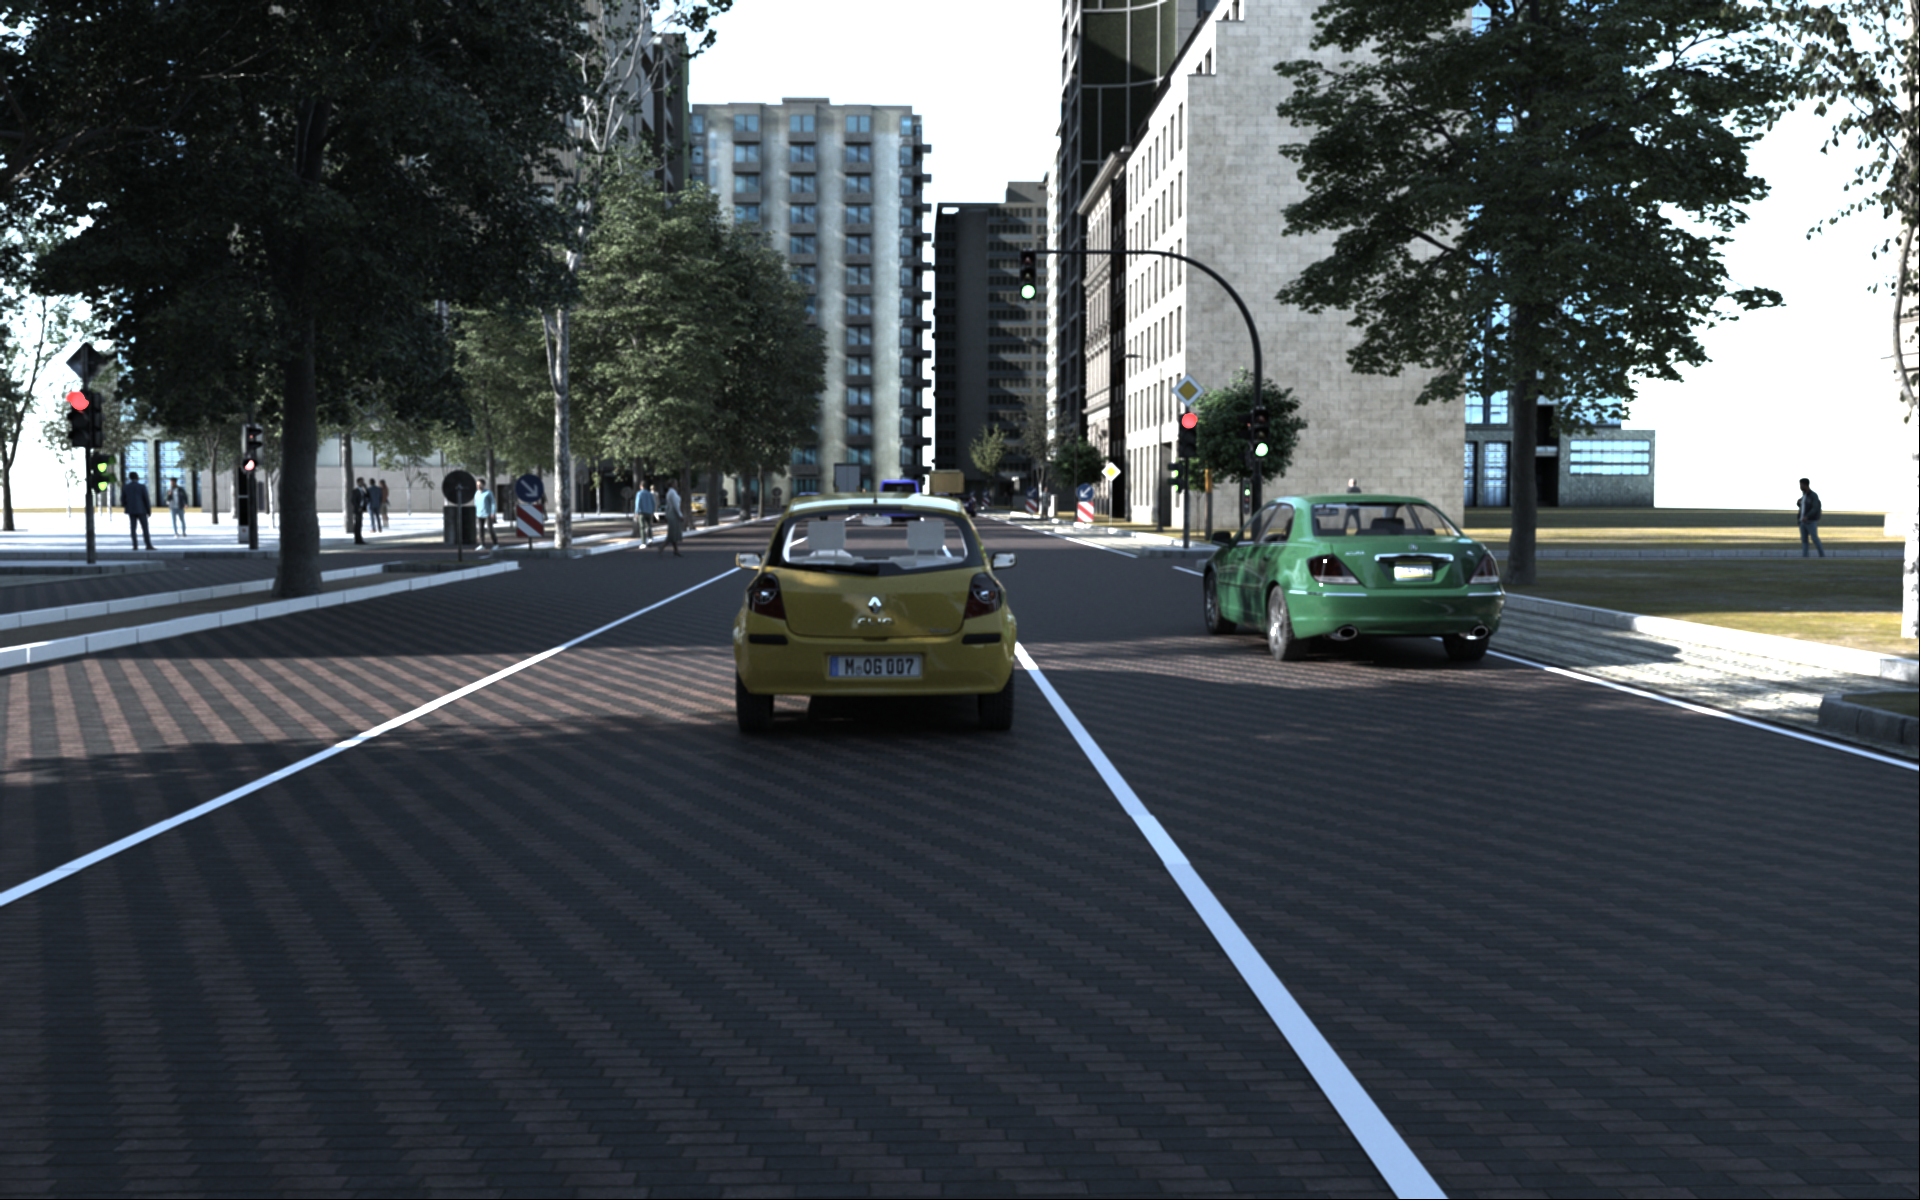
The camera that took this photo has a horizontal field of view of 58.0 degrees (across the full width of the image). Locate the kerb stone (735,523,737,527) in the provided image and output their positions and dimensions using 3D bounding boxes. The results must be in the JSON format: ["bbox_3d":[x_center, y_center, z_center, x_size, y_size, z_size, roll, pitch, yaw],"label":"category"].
[{"bbox_3d":[-9.859,-3.232,75.036,0.120,0.150,1.000,0,4,-2],"label":"kerb stone"}]

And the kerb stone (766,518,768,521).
[{"bbox_3d":[-10.388,-4.232,91.416,0.120,0.150,1.000,0,4,-2],"label":"kerb stone"}]

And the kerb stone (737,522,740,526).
[{"bbox_3d":[-9.889,-3.294,76.058,0.120,0.150,1.000,0,4,-2],"label":"kerb stone"}]

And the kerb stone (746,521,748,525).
[{"bbox_3d":[-10.020,-3.544,80.151,0.120,0.150,1.000,0,4,-2],"label":"kerb stone"}]

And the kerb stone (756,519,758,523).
[{"bbox_3d":[-10.177,-3.852,85.263,0.120,0.150,1.000,0,4,-2],"label":"kerb stone"}]

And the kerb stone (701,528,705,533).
[{"bbox_3d":[-9.458,-2.473,62.751,0.120,0.150,1.000,0,4,-2],"label":"kerb stone"}]

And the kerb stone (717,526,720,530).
[{"bbox_3d":[-9.622,-2.791,67.861,0.120,0.150,1.000,0,4,-2],"label":"kerb stone"}]

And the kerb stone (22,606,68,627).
[{"bbox_3d":[-10.135,0.193,19.042,0.120,0.150,1.000,0,4,-2],"label":"kerb stone"}]

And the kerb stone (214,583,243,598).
[{"bbox_3d":[-10.298,-0.121,24.175,0.120,0.150,1.000,0,4,-2],"label":"kerb stone"}]

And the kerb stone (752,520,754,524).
[{"bbox_3d":[-10.120,-3.728,83.219,0.120,0.150,1.000,0,4,-2],"label":"kerb stone"}]

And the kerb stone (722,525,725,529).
[{"bbox_3d":[-9.694,-2.918,69.908,0.120,0.150,1.000,0,4,-2],"label":"kerb stone"}]

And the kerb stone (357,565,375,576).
[{"bbox_3d":[-10.497,-0.496,30.333,0.120,0.150,1.000,0,4,-2],"label":"kerb stone"}]

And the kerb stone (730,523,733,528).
[{"bbox_3d":[-9.784,-3.106,72.974,0.120,0.150,1.000,0,4,-2],"label":"kerb stone"}]

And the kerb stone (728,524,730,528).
[{"bbox_3d":[-9.752,-3.041,71.952,0.120,0.150,1.000,0,4,-2],"label":"kerb stone"}]

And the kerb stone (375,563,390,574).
[{"bbox_3d":[-10.534,-0.559,31.359,0.120,0.150,1.000,0,4,-2],"label":"kerb stone"}]

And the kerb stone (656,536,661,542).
[{"bbox_3d":[-9.090,-1.790,51.461,0.120,0.150,1.000,0,4,-2],"label":"kerb stone"}]

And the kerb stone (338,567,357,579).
[{"bbox_3d":[-10.468,-0.434,29.308,0.120,0.150,1.000,0,4,-2],"label":"kerb stone"}]

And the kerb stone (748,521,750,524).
[{"bbox_3d":[-10.049,-3.599,81.174,0.120,0.150,1.000,0,4,-2],"label":"kerb stone"}]

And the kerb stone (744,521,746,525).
[{"bbox_3d":[-9.988,-3.480,79.130,0.120,0.150,1.000,0,4,-2],"label":"kerb stone"}]

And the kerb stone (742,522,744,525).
[{"bbox_3d":[-9.956,-3.420,78.108,0.120,0.150,1.000,0,4,-2],"label":"kerb stone"}]

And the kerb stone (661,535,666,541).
[{"bbox_3d":[-9.114,-1.852,52.484,0.120,0.150,1.000,0,4,-2],"label":"kerb stone"}]

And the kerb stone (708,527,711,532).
[{"bbox_3d":[-9.524,-2.605,64.795,0.120,0.150,1.000,0,4,-2],"label":"kerb stone"}]

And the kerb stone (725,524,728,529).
[{"bbox_3d":[-9.719,-2.978,70.931,0.120,0.150,1.000,0,4,-2],"label":"kerb stone"}]

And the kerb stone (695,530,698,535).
[{"bbox_3d":[-9.379,-2.354,60.683,0.120,0.150,1.000,0,4,-2],"label":"kerb stone"}]

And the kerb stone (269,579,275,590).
[{"bbox_3d":[-10.363,-0.244,26.225,0.120,0.150,1.000,0,4,-2],"label":"kerb stone"}]

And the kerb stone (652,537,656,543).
[{"bbox_3d":[-9.055,-1.727,50.431,0.120,0.150,1.000,0,4,-2],"label":"kerb stone"}]

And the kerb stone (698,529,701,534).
[{"bbox_3d":[-9.423,-2.418,61.725,0.120,0.150,1.000,0,4,-2],"label":"kerb stone"}]

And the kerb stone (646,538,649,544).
[{"bbox_3d":[-9.016,-1.660,49.402,0.120,0.150,1.000,0,4,-2],"label":"kerb stone"}]

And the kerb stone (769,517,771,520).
[{"bbox_3d":[-10.448,-4.359,93.464,0.120,0.150,1.000,0,4,-2],"label":"kerb stone"}]

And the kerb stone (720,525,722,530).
[{"bbox_3d":[-9.660,-2.855,68.882,0.120,0.150,1.000,0,4,-2],"label":"kerb stone"}]

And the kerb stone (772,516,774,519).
[{"bbox_3d":[-10.516,-4.485,95.519,0.120,0.150,1.000,0,4,-2],"label":"kerb stone"}]

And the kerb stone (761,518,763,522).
[{"bbox_3d":[-10.287,-4.046,88.347,0.120,0.150,1.000,0,4,-2],"label":"kerb stone"}]

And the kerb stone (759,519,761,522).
[{"bbox_3d":[-10.258,-3.983,87.323,0.120,0.150,1.000,0,4,-2],"label":"kerb stone"}]

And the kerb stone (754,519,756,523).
[{"bbox_3d":[-10.155,-3.795,84.241,0.120,0.150,1.000,0,4,-2],"label":"kerb stone"}]

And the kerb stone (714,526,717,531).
[{"bbox_3d":[-9.584,-2.729,66.838,0.120,0.150,1.000,0,4,-2],"label":"kerb stone"}]

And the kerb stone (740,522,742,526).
[{"bbox_3d":[-9.920,-3.354,77.080,0.120,0.150,1.000,0,4,-2],"label":"kerb stone"}]

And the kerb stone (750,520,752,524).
[{"bbox_3d":[-10.082,-3.670,82.196,0.120,0.150,1.000,0,4,-2],"label":"kerb stone"}]

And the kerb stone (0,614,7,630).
[{"bbox_3d":[-10.097,0.256,18.013,0.120,0.150,1.000,0,4,-2],"label":"kerb stone"}]

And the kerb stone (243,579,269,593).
[{"bbox_3d":[-10.333,-0.183,25.200,0.120,0.150,1.000,0,4,-2],"label":"kerb stone"}]

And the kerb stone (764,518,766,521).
[{"bbox_3d":[-10.358,-4.171,90.394,0.120,0.150,1.000,0,4,-2],"label":"kerb stone"}]

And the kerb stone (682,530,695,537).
[{"bbox_3d":[-9.349,-2.291,59.652,0.120,0.150,1.000,0,4,-2],"label":"kerb stone"}]

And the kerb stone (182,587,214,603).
[{"bbox_3d":[-10.268,-0.058,23.146,0.120,0.150,1.000,0,4,-2],"label":"kerb stone"}]

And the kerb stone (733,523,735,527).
[{"bbox_3d":[-9.816,-3.168,73.998,0.120,0.150,1.000,0,4,-2],"label":"kerb stone"}]

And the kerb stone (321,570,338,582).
[{"bbox_3d":[-10.429,-0.372,28.276,0.120,0.150,1.000,0,4,-2],"label":"kerb stone"}]

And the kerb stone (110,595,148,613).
[{"bbox_3d":[-10.201,0.071,21.101,0.120,0.150,1.000,0,4,-2],"label":"kerb stone"}]

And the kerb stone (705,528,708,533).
[{"bbox_3d":[-9.484,-2.542,63.773,0.120,0.150,1.000,0,4,-2],"label":"kerb stone"}]

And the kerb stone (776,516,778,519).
[{"bbox_3d":[-10.618,-4.669,98.593,0.120,0.150,1.000,0,4,-2],"label":"kerb stone"}]

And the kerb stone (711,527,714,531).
[{"bbox_3d":[-9.560,-2.666,65.816,0.120,0.150,1.000,0,4,-2],"label":"kerb stone"}]

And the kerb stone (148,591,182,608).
[{"bbox_3d":[-10.240,0.005,22.122,0.120,0.150,1.000,0,4,-2],"label":"kerb stone"}]

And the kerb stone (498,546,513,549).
[{"bbox_3d":[-10.855,-1.155,41.143,0.120,0.150,1.000,0,4,-2],"label":"kerb stone"}]

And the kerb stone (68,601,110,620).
[{"bbox_3d":[-10.168,0.130,20.063,0.120,0.150,1.000,0,4,-2],"label":"kerb stone"}]
